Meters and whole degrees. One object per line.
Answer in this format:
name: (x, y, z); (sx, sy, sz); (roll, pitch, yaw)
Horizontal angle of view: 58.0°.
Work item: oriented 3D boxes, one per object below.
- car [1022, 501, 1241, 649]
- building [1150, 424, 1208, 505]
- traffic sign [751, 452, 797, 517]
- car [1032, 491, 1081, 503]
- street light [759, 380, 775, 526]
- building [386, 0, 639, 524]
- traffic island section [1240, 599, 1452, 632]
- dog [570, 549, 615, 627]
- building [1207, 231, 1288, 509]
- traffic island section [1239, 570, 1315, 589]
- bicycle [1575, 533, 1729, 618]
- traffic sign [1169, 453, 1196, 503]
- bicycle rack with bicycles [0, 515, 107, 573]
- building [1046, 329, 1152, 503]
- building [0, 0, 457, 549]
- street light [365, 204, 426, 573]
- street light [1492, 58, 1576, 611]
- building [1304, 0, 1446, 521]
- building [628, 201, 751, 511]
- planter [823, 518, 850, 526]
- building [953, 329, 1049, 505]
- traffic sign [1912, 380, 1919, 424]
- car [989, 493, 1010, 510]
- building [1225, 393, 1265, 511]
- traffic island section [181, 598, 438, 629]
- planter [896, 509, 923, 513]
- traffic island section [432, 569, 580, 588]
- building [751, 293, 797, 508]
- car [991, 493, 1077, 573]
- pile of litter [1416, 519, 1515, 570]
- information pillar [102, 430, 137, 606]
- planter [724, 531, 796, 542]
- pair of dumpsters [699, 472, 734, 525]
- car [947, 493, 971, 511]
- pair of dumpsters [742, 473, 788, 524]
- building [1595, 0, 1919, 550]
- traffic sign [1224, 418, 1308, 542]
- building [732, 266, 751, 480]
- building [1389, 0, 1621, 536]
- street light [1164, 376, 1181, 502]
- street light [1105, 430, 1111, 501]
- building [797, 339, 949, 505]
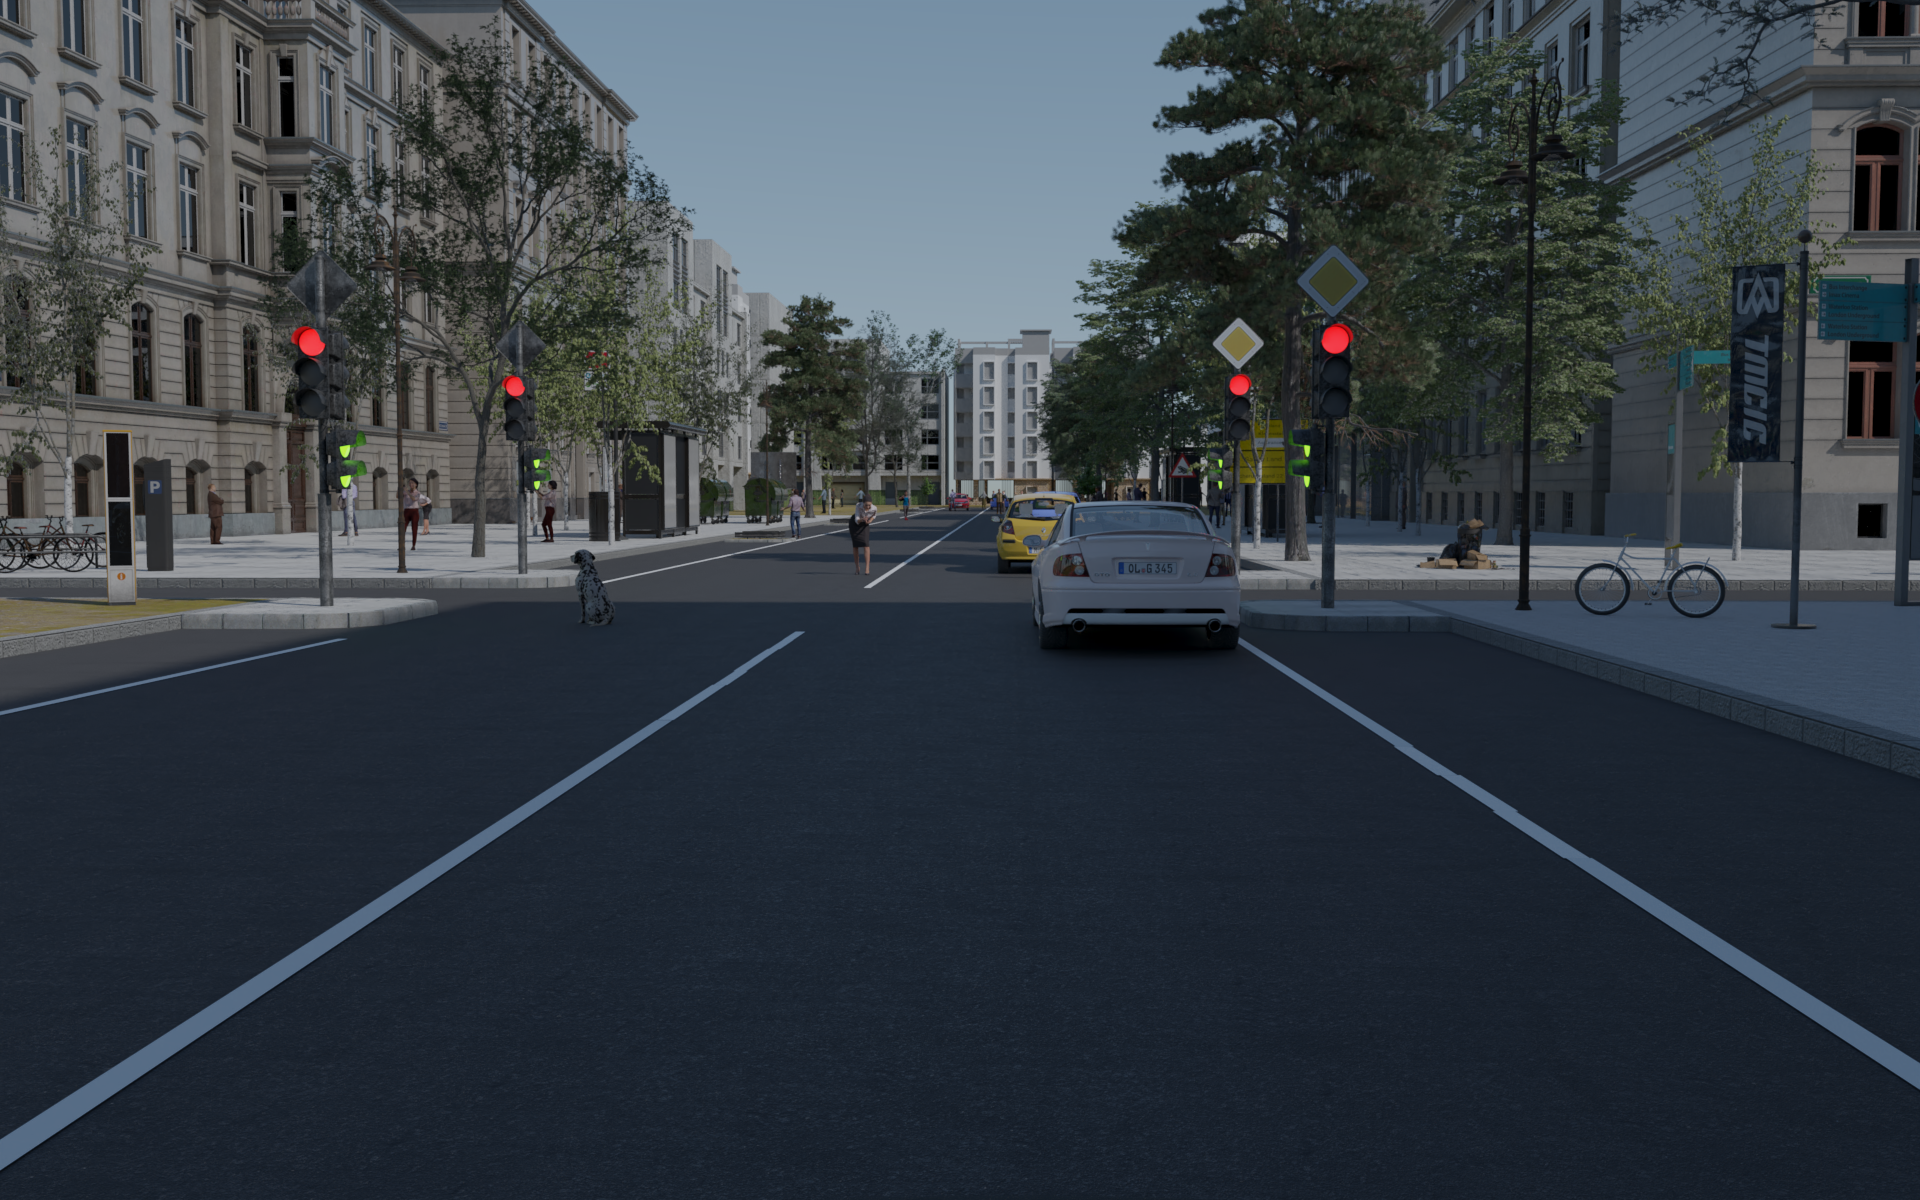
car: (1.678, -0.308, 17.396); (2.083, 1.381, 4.827); (0, 4, 1)
building: (36.027, -15.865, 201.536); (28.070, 9.664, 9.099); (0, 4, 2)
traffic sign: (-9.026, -5.502, 83.838); (2.265, 3.308, 0.079); (0, 4, 7)
car: (2.357, -2.086, 43.696); (1.945, 1.707, 3.694); (0, 4, 0)
street light: (-7.824, -5.959, 70.225); (0.468, 5.910, 1.993); (0, 4, 2)
building: (-24.569, -17.638, 85.639); (12.463, 27.353, 25.104); (0, 4, 2)
traffic island section: (4.164, 0.169, 19.514); (2.009, 0.180, 2.903); (0, 4, 2)
dog: (-4.060, -0.136, 19.058); (0.513, 0.831, 0.800); (0, 4, -7)
building: (35.281, -18.762, 150.741); (27.936, 21.610, 32.646); (0, 4, 2)
traffic island section: (4.394, -0.319, 27.496); (2.009, 0.180, 2.903); (0, 4, 2)
bicycle: (7.243, -0.298, 18.100); (1.543, 0.972, 0.635); (2, 4, 27)
traffic sign: (7.096, -3.382, 55.293); (0.884, 2.594, 0.081); (1, 4, 9)
bicycle rack with bicycles: (-15.383, -0.936, 28.681); (2.925, 0.926, 2.852); (-2, 4, -31)
building: (16.397, -21.307, 204.781); (11.380, 20.091, 16.016); (0, 4, 2)
building: (-27.175, -14.484, 55.901); (14.460, 24.649, 34.723); (0, 4, 2)
street light: (-9.075, -3.377, 27.998); (0.468, 5.910, 1.993); (0, 4, 2)
street light: (6.233, -2.825, 18.977); (0.468, 5.910, 1.993); (0, 4, 2)
building: (25.912, -16.740, 91.718); (12.078, 24.808, 19.932); (0, 4, 2)
building: (-25.524, -15.547, 120.657); (16.747, 18.905, 31.486); (0, 4, 2)
planter: (-5.223, -3.586, 79.766); (1.991, 0.319, 1.994); (0, 4, 2)
building: (5.023, -21.350, 205.484); (11.380, 20.091, 16.016); (0, 4, 2)
traffic sign: (9.500, -1.009, 16.595); (0.768, 2.556, 0.104); (1, 4, 11)
car: (3.622, -9.101, 158.397); (1.945, 1.707, 3.694); (0, 4, 0)
building: (24.687, -10.945, 121.098); (9.099, 9.664, 28.070); (0, 4, 2)
traffic island section: (-7.273, 0.149, 19.848); (2.009, 0.180, 2.903); (0, 4, 2)
planter: (-3.775, -6.632, 129.578); (1.991, 0.319, 1.994); (0, 4, 2)
traffic island section: (-7.042, -0.339, 27.830); (2.009, 0.180, 2.903); (0, 4, 2)
building: (-32.206, -18.012, 160.960); (31.486, 18.905, 16.747); (0, 4, 2)
car: (1.578, -1.375, 32.703); (2.015, 1.641, 3.980); (0, 4, 3)
pile of litter: (8.695, -0.971, 29.848); (1.176, 0.858, 1.719); (-2, 4, -29)
information pillar: (-9.697, -0.948, 19.996); (0.304, 2.012, 0.304); (-2, 4, -24)
planter: (-6.012, -1.915, 52.455); (1.991, 0.319, 1.994); (0, 4, 2)
pair of dumpsters: (-10.852, -4.419, 74.745); (1.574, 2.255, 4.436); (0, 4, 1)
car: (-0.088, -8.709, 151.425); (2.155, 1.783, 4.494); (0, 4, 0)
pair of dumpsters: (-8.645, -4.537, 76.673); (1.574, 2.255, 4.436); (0, 4, 2)
building: (30.339, -15.721, 44.435); (23.554, 28.519, 14.401); (0, 4, 2)
traffic sign: (8.213, -3.216, 46.453); (2.265, 3.308, 0.079); (0, 4, 4)
building: (-25.343, -17.468, 142.016); (16.016, 20.091, 11.380); (0, 4, 2)
building: (27.145, -14.281, 66.780); (16.112, 22.955, 30.059); (0, 4, 2)
street light: (7.331, -5.323, 59.821); (0.468, 5.910, 1.993); (0, 4, 2)
street light: (8.590, -7.903, 101.999); (0.468, 5.910, 1.993); (0, 4, 2)
building: (-17.318, -20.768, 206.014); (31.486, 18.905, 16.747); (0, 4, 2)
